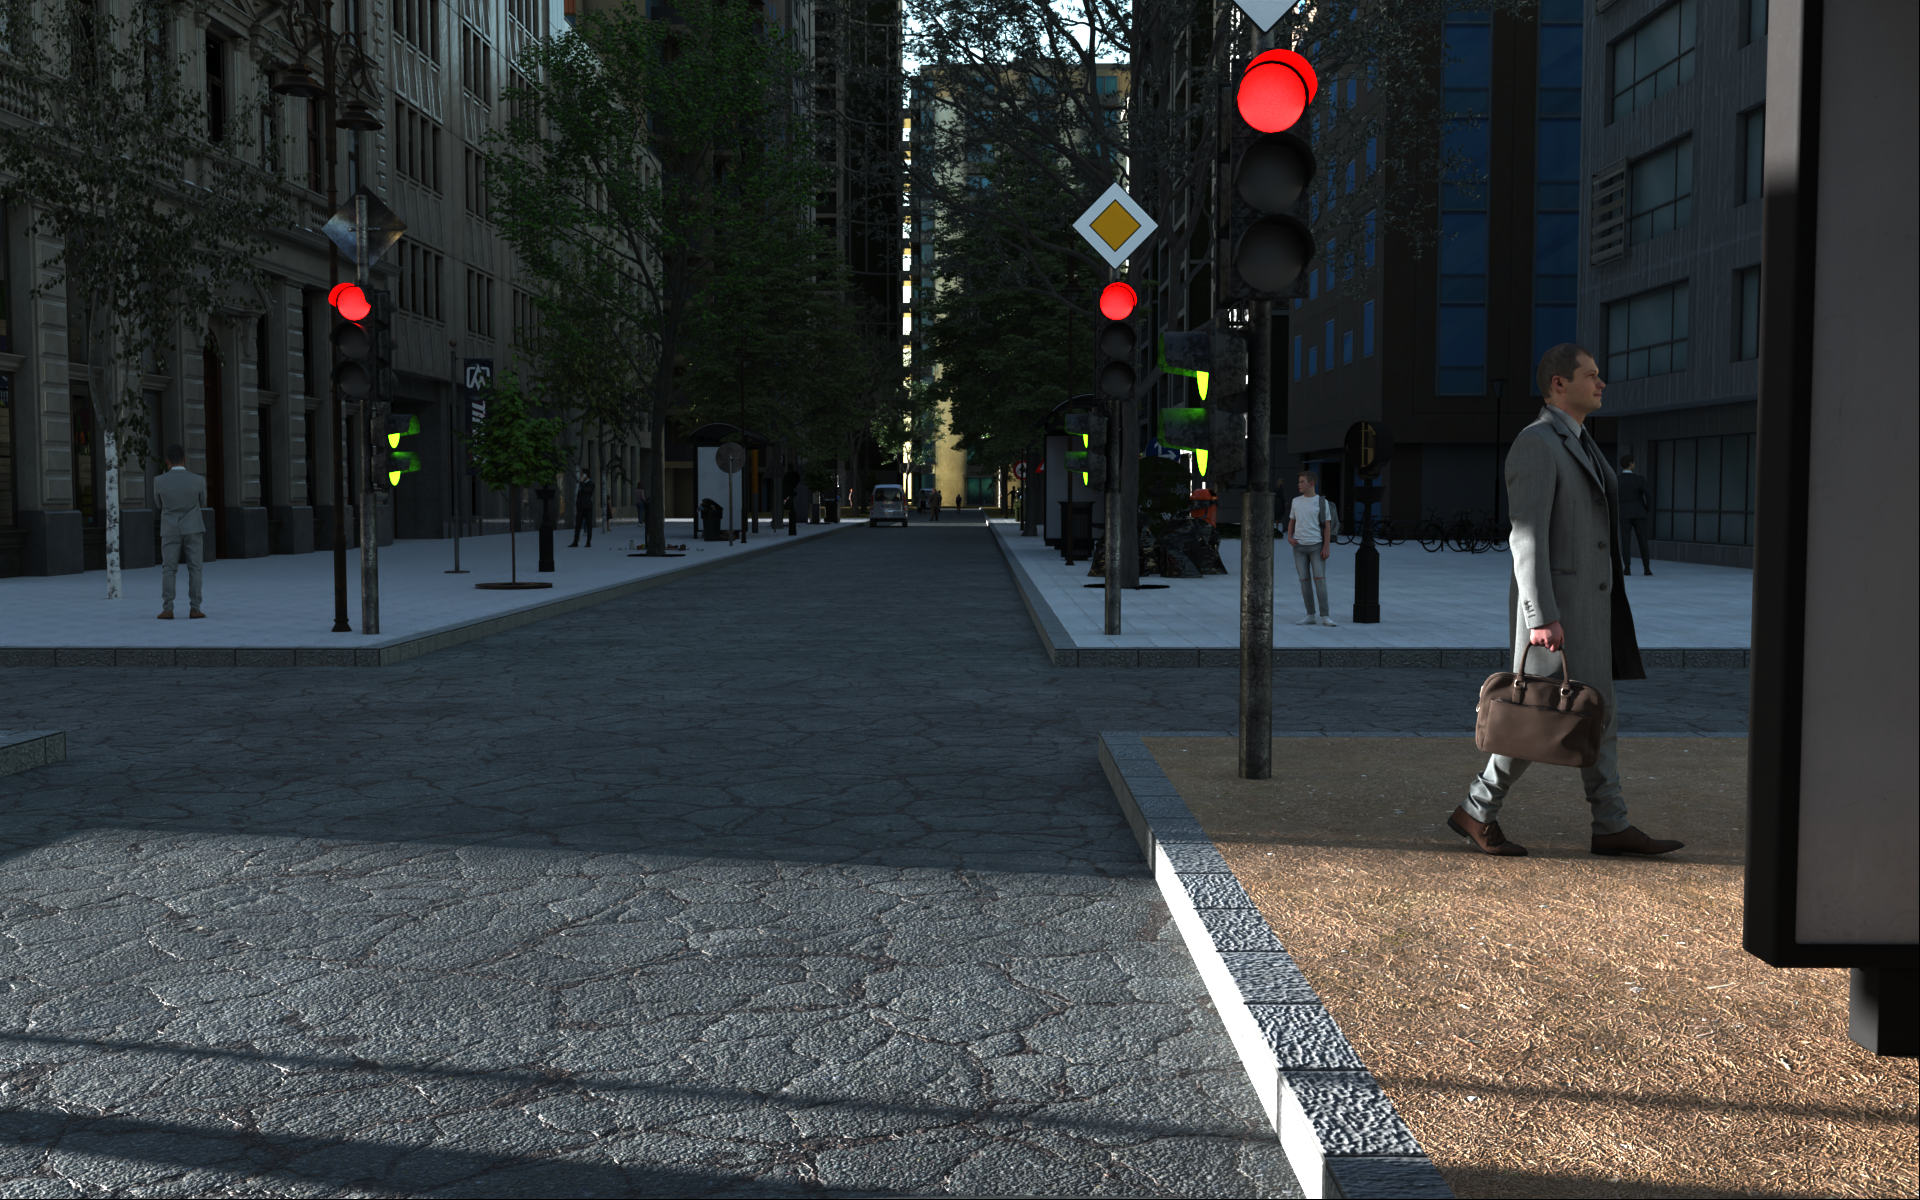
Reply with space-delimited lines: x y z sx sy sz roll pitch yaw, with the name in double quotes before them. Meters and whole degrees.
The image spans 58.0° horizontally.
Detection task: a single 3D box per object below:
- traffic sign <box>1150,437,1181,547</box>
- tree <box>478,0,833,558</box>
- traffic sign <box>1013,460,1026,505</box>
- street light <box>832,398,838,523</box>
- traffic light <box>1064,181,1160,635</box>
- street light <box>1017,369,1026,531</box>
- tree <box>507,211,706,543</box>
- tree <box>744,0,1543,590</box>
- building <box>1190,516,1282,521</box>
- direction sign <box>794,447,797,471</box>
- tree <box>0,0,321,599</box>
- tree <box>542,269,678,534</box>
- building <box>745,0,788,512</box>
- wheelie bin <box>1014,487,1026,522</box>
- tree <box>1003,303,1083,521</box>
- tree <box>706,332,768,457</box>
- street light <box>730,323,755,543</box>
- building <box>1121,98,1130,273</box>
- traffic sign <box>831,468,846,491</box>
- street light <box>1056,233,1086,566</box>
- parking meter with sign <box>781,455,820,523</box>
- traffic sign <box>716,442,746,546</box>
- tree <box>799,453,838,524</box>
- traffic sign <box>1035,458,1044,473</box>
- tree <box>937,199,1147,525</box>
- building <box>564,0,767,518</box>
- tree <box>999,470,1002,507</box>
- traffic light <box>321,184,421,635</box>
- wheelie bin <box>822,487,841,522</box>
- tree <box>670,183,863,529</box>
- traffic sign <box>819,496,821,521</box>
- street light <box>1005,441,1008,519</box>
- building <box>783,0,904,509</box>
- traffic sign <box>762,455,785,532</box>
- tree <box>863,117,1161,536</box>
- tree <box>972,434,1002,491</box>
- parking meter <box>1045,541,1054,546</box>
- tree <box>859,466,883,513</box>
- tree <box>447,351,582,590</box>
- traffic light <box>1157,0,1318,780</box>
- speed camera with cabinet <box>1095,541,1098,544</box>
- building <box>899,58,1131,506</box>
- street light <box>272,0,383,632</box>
"traffic sign" 4.406 -2.296 37.652 0.768 2.556 0.104 1 4 10
"tree" -6.080 -6.696 35.238 9.928 11.665 9.643 0 3 0
"traffic sign" 2.347 -3.923 64.245 0.768 2.556 0.104 1 4 9
"street light" -5.435 -6.301 75.801 0.468 5.910 1.993 0 4 0
"traffic light" 1.378 -1.639 15.722 0.839 4.253 0.868 0 4 0
"street light" 2.182 -5.380 60.743 0.468 5.910 1.993 0 4 0
"tree" -10.042 -5.837 45.794 4.737 8.622 4.395 0 3 0
"tree" 2.418 -6.907 23.298 12.009 13.543 11.850 0 3 0
"building" 20.943 -40.606 102.166 20.563 71.187 20.611 0 4 0
"direction sign" -7.941 -5.605 83.637 0.379 3.537 0.876 0 4 4
"tree" -10.159 -4.326 21.100 4.360 8.622 3.978 0 3 0
"tree" -11.271 -6.454 55.884 4.360 8.622 3.978 0 3 0
"building" -20.382 -29.158 126.847 14.600 45.320 14.200 0 4 0
"wheelie bin" 2.929 -4.434 80.402 0.980 1.594 0.693 3 5 42
"tree" 3.392 -9.608 82.840 9.928 11.665 9.643 0 3 0
"tree" -10.030 -7.563 74.014 4.737 8.622 4.395 0 3 0
"street light" -5.659 -4.425 45.143 0.468 5.910 1.993 0 4 0
"building" 26.843 -27.778 146.045 32.217 40.220 23.993 0 4 0
"traffic sign" -6.027 -5.253 85.998 0.768 2.556 0.104 0 4 3
"street light" 1.975 -3.560 30.986 0.468 5.910 1.993 0 4 0
"parking meter with sign" -7.115 -4.933 76.908 1.738 3.016 0.543 -2 4 -25
"traffic sign" -5.635 -2.596 42.551 0.768 2.556 0.104 0 4 7
"tree" -5.959 -4.820 73.412 1.663 3.219 1.824 0 3 0
"traffic sign" 2.312 -2.632 43.041 0.884 2.594 0.081 0 4 2
"tree" 3.423 -10.125 72.205 9.857 13.997 8.962 0 3 0
"building" -23.638 -27.541 104.919 22.147 44.769 28.867 0 4 0
"tree" 4.929 -19.168 169.288 12.611 20.169 13.585 0 3 0
"traffic light" -5.384 -1.641 15.755 0.839 4.253 0.868 0 4 0
"wheelie bin" -5.786 -4.314 78.447 0.980 1.594 0.693 1 4 23
"tree" -7.165 -8.904 63.703 7.486 12.596 7.792 0 3 0
"traffic sign" -6.542 -4.816 80.868 0.606 2.300 0.079 1 4 8
"street light" 2.435 -7.200 90.511 0.468 5.910 1.993 0 4 0
"building" -16.920 -46.053 191.222 20.611 71.187 20.563 0 4 0
"traffic sign" -6.187 -3.537 57.840 0.884 2.594 0.081 0 4 7
"tree" 2.185 -8.232 52.714 7.486 12.596 7.792 0 3 0
"tree" 2.795 -10.541 122.700 4.360 8.622 3.978 0 3 0
"parking meter" 2.280 -2.264 42.734 0.255 1.863 0.399 2 4 25
"tree" -6.202 -7.648 119.638 1.663 3.219 1.824 0 3 0
"tree" -6.058 -1.768 23.505 1.663 3.219 1.824 0 3 0
"traffic light" 1.319 -1.151 7.737 0.839 4.253 0.868 0 4 0
"speed camera with cabinet" 3.486 -2.971 42.919 0.660 3.252 2.038 0 4 -3
"building" 8.622 -35.072 193.037 30.456 49.044 23.786 0 4 0
"street light" -5.777 -2.643 16.002 0.468 5.910 1.993 0 4 0
